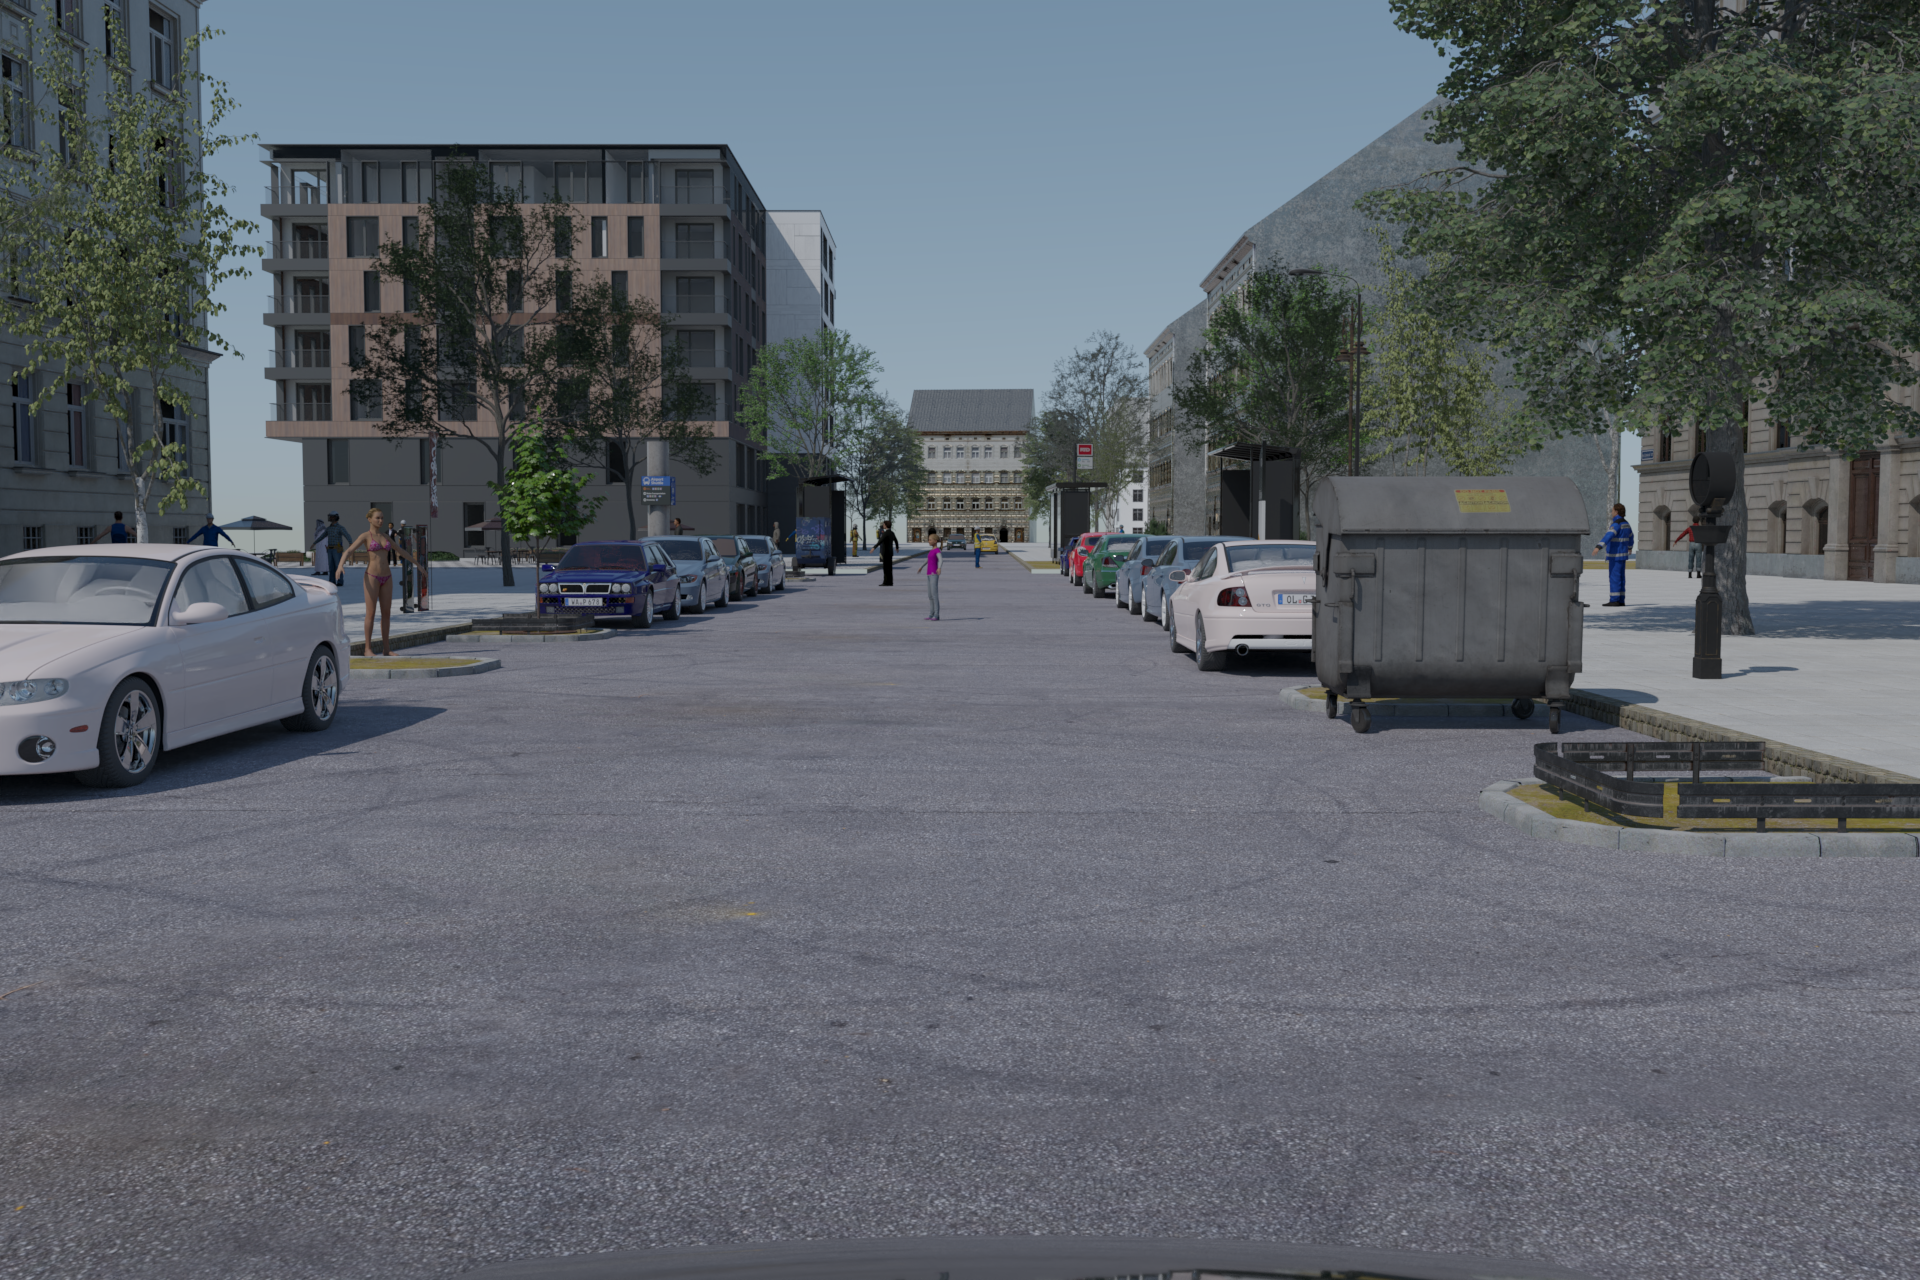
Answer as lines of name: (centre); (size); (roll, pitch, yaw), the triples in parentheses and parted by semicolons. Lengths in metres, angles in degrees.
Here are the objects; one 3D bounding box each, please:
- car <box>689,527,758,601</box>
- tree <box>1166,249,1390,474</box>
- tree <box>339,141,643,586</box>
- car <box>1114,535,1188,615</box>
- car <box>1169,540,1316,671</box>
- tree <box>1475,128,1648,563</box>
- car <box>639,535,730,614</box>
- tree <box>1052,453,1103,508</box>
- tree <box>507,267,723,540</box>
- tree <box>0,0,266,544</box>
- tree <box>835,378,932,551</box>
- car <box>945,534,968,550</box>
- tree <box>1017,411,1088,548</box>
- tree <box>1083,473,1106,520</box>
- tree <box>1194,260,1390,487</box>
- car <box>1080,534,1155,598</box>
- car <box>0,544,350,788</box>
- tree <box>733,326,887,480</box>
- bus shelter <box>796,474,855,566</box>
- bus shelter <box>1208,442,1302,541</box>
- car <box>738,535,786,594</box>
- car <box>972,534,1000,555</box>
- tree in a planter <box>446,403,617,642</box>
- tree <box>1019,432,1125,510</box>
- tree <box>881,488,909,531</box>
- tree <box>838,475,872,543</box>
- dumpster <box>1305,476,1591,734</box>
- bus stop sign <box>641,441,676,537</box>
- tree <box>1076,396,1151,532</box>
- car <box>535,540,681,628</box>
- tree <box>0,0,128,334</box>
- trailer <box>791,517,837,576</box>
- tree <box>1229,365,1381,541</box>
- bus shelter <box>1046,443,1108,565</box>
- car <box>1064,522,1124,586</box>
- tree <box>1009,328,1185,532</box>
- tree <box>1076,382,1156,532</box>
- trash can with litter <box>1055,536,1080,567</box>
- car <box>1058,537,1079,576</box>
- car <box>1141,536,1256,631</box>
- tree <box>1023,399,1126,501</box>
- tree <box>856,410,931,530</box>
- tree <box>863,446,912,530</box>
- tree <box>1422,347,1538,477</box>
car: (-5.501, -1.740, 38.236); (2.009, 1.686, 4.222); (0, 4, 0)
tree: (10.472, -7.549, 57.840); (8.767, 10.594, 7.601); (3, 4, 39)
tree: (-11.419, -6.590, 42.163); (7.601, 10.594, 8.767); (-1, 4, -21)
car: (3.884, -1.221, 31.973); (2.014, 1.417, 4.499); (0, 4, 0)
car: (3.443, -0.433, 19.444); (2.083, 1.381, 4.827); (0, 4, 1)
tree: (29.741, -13.594, 78.157); (12.611, 20.169, 13.585); (0, 3, 0)
car: (-5.441, -1.262, 32.638); (2.014, 1.417, 4.499); (0, 4, 1)
tree: (8.493, -10.946, 129.335); (4.737, 8.622, 4.395); (0, 3, 0)
tree: (-11.818, -7.748, 61.099); (7.601, 10.594, 8.767); (1, 4, 9)
tree: (-11.382, -4.476, 23.541); (4.737, 8.622, 4.395); (0, 3, 0)
tree: (-7.549, -13.729, 134.833); (12.009, 13.543, 11.850); (0, 3, 0)
car: (-0.287, -8.781, 153.358); (2.009, 1.686, 4.222); (0, 4, 0)
tree: (8.604, -14.714, 158.695); (7.486, 12.596, 7.792); (0, 3, 0)
tree: (20.175, -21.135, 255.932); (12.009, 13.543, 11.850); (0, 3, 0)
tree: (12.780, -8.650, 67.189); (9.928, 11.665, 9.643); (0, 3, 0)
car: (3.881, -1.731, 40.100); (2.131, 1.459, 4.920); (0, 4, 0)
car: (-5.570, 0.065, 11.300); (2.083, 1.381, 4.827); (0, 4, 1)
tree: (-7.346, -9.767, 85.446); (9.928, 11.665, 9.643); (0, 3, 0)
bus shelter: (-5.428, -4.852, 70.619); (1.731, 3.624, 6.357); (0, 4, 2)
bus shelter: (7.976, -3.423, 47.243); (1.731, 3.624, 6.357); (0, 4, 1)
car: (-5.364, -1.894, 42.973); (2.014, 1.417, 4.499); (0, 4, 1)
car: (1.835, -6.815, 121.644); (2.015, 1.641, 3.980); (0, 4, 1)
tree in a planter: (-5.826, -1.628, 23.841); (1.991, 3.239, 1.994); (0, 4, 0)
tree: (8.997, -12.699, 142.043); (8.767, 10.594, 7.601); (-1, 4, -18)
tree: (-7.169, -13.417, 169.727); (4.360, 8.622, 3.978); (0, 3, 0)
tree: (-16.099, -19.861, 259.145); (7.601, 10.594, 8.767); (0, 4, 8)
dumpster: (3.589, -0.287, 12.905); (1.865, 1.857, 1.264); (0, 4, 1)
bus stop sign: (-8.602, -3.696, 49.445); (0.837, 3.901, 0.837); (0, 3, 0)
tree: (7.777, -8.729, 93.078); (4.360, 8.622, 3.978); (0, 3, 0)
car: (-5.561, -0.918, 27.598); (1.945, 1.354, 3.894); (0, 4, 1)
tree: (-11.993, -4.162, 18.405); (4.360, 8.622, 3.978); (0, 3, 0)
trailer: (-5.050, -3.193, 59.257); (1.471, 1.999, 3.904); (0, 4, 0)
tree: (16.335, -9.047, 82.331); (7.601, 10.594, 8.767); (1, 4, 9)
bus shelter: (4.855, -5.904, 74.155); (2.179, 5.291, 8.768); (0, 4, -1)
car: (4.041, -2.442, 48.975); (2.155, 1.783, 4.494); (0, 4, 1)
tree: (8.220, -11.755, 102.557); (12.009, 13.543, 11.850); (0, 3, 0)
tree: (7.350, -8.158, 83.744); (4.360, 8.622, 3.978); (0, 3, 0)
trash can with litter: (4.589, -3.428, 67.113); (1.678, 1.210, 2.233); (0, 4, -1)
car: (4.377, -2.890, 59.831); (1.945, 1.354, 3.894); (0, 4, 1)
car: (3.862, -0.907, 26.834); (2.014, 1.417, 4.499); (0, 4, 0)
tree: (7.988, -11.273, 118.732); (7.601, 10.594, 8.767); (-3, 5, -44)
tree: (-6.116, -14.681, 158.166); (7.486, 12.596, 7.792); (0, 3, 0)
tree: (-6.645, -11.885, 144.680); (4.360, 8.622, 3.978); (0, 3, 0)
tree: (19.958, -7.165, 67.509); (4.737, 8.622, 4.395); (0, 3, 0)
